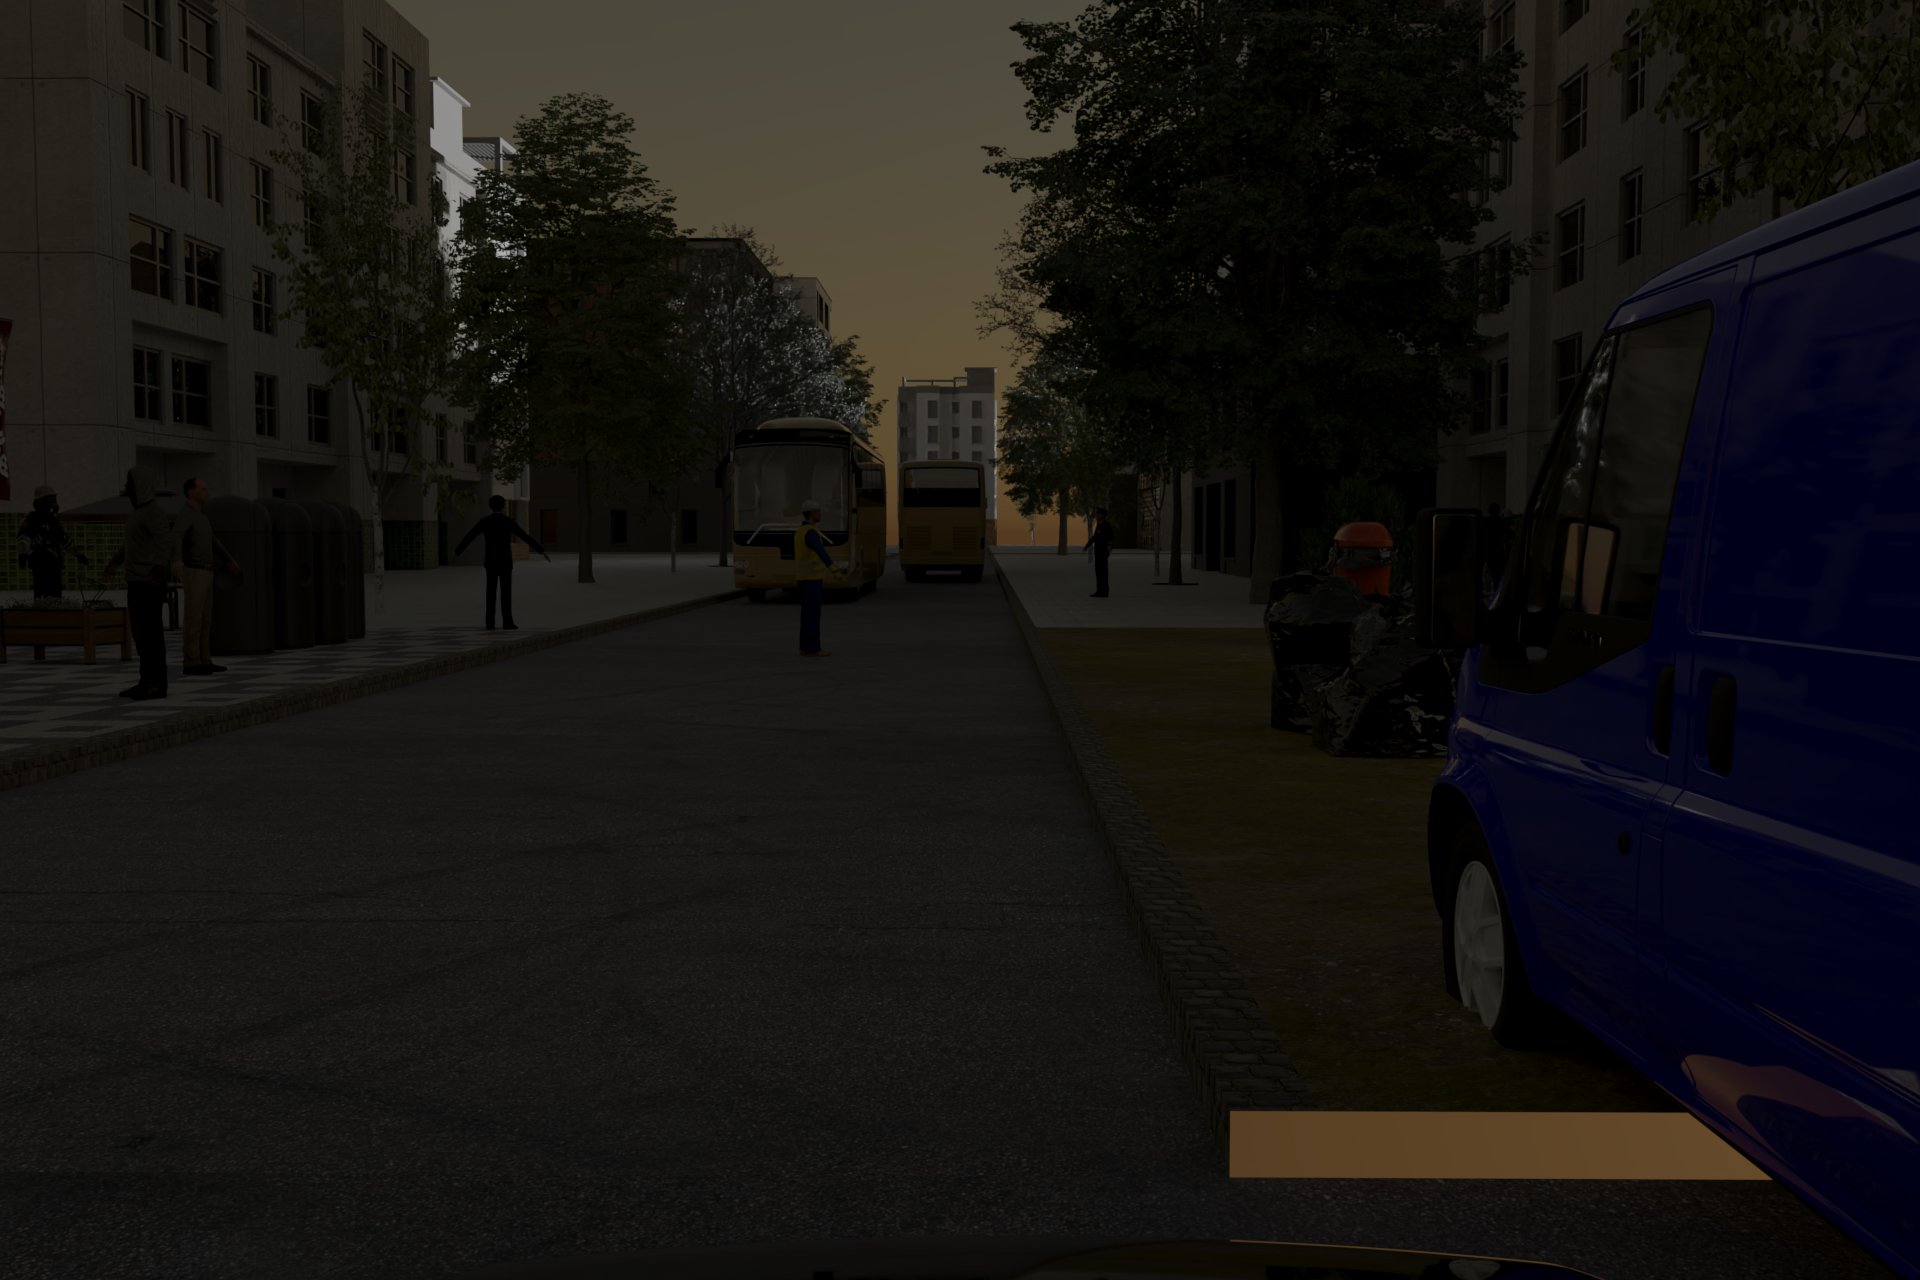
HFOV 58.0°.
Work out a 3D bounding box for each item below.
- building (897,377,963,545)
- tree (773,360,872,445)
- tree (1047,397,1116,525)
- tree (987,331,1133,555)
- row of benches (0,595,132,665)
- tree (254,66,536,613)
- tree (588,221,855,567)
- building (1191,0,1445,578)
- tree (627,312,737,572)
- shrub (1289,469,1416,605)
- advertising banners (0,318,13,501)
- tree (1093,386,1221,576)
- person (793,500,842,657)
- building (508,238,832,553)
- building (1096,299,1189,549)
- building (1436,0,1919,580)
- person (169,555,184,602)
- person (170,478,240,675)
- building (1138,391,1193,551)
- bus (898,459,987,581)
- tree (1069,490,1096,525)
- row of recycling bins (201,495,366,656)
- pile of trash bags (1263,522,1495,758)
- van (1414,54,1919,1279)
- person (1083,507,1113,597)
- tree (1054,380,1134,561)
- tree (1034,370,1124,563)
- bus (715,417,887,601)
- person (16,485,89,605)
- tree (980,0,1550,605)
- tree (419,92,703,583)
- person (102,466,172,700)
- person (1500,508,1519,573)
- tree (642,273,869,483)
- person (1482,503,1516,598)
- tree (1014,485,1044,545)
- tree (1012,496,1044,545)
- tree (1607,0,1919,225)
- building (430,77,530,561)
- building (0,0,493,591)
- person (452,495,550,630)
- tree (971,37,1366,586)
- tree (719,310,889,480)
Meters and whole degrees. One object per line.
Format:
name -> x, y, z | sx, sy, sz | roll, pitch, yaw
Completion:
building -> -6.912, -20.966, 201.668 | 11.380, 20.090, 16.016 | 1, 4, 10
tree -> -8.783, -11.529, 106.628 | 7.486, 12.596, 7.792 | 0, 3, 0
tree -> 6.892, -8.586, 90.741 | 4.360, 8.622, 3.978 | 0, 3, 0
tree -> 6.138, -12.087, 104.285 | 9.857, 13.997, 8.962 | 0, 3, 0
row of benches -> -10.467, -0.129, 17.576 | 4.104, 0.672, 1.422 | 1, 4, 10
tree -> -9.262, -4.732, 27.738 | 4.737, 8.622, 4.395 | 0, 3, 0
tree -> -9.122, -9.606, 67.432 | 12.009, 13.543, 11.850 | 0, 3, 0
building -> 22.479, -13.546, 65.448 | 27.936, 21.610, 32.646 | 0, 4, 1
tree -> -9.632, -6.600, 58.269 | 4.737, 8.622, 4.395 | 0, 3, 0
shrub -> 4.552, -0.935, 19.713 | 1.690, 2.028, 1.600 | 0, 3, 0
advertising banners -> -7.750, -1.042, 13.218 | 0.090, 3.025, 2.074 | 0, 4, 0
tree -> 5.976, -6.236, 52.317 | 4.360, 8.622, 3.978 | 0, 3, 0
person -> -1.723, -0.730, 20.360 | 0.705, 1.833, 1.349 | -2, 4, -24
building -> -25.362, -17.865, 136.067 | 27.936, 21.610, 32.646 | 0, 4, 1
building -> 26.787, -19.635, 165.004 | 27.936, 21.610, 32.646 | 0, 4, 0
building -> 21.659, -10.198, 33.192 | 16.747, 18.905, 31.486 | 0, 4, 1
person -> -14.532, -1.436, 32.740 | 0.991, 1.433, 0.599 | 0, 4, 4
person -> -6.986, -0.590, 15.924 | 0.705, 1.796, 1.348 | 0, 4, -2
building -> 24.433, -18.817, 138.583 | 19.493, 23.208, 18.063 | 0, 4, 1
bus -> -0.496, -3.945, 56.042 | 2.896, 3.916, 12.252 | 0, 4, 0
tree -> 16.980, -17.630, 194.905 | 9.857, 13.997, 8.962 | 0, 3, 0
row of recycling bins -> -7.735, -0.782, 19.902 | 1.069, 1.692, 3.534 | 0, 4, 1
pile of trash bags -> 2.973, -0.110, 11.556 | 1.912, 1.369, 3.447 | 0, 4, 0
van -> 2.256, 0.099, 2.771 | 2.240, 2.365, 5.245 | 0, 4, 0
person -> 2.852, -1.790, 35.206 | 0.705, 1.837, 1.347 | -1, 4, -19
tree -> 6.356, -8.086, 82.563 | 4.737, 8.622, 4.395 | 0, 3, 0
tree -> 5.599, -7.720, 76.582 | 4.737, 8.622, 4.395 | 0, 3, 0
bus -> -3.302, -2.976, 40.208 | 2.896, 3.916, 12.252 | 0, 4, 1
person -> -10.728, -0.894, 20.391 | 0.705, 1.856, 1.354 | 0, 4, 2
tree -> 5.542, -7.632, 31.439 | 9.857, 13.997, 8.962 | 0, 3, 0
tree -> -10.246, -7.777, 45.279 | 7.486, 12.596, 7.792 | 0, 3, 0
person -> -6.396, -0.453, 13.537 | 0.705, 1.813, 1.348 | -3, 5, -41
person -> 12.004, -1.979, 38.118 | 1.354, 1.858, 0.705 | -1, 4, -14
tree -> -9.364, -10.430, 80.894 | 12.009, 13.543, 11.850 | 0, 3, 0
person -> 8.973, -1.399, 29.094 | 0.704, 1.802, 1.346 | -3, 5, -42
tree -> 8.133, -15.026, 196.044 | 4.737, 8.622, 4.395 | 0, 3, 0
tree -> 8.584, -15.320, 200.838 | 4.360, 8.622, 3.978 | 0, 3, 0
tree -> 6.265, -3.784, 12.237 | 4.737, 8.622, 4.395 | 0, 3, 0
building -> -26.611, -13.258, 73.186 | 16.016, 20.090, 11.380 | 0, 4, 1
building -> -27.405, -11.473, 54.038 | 16.747, 18.905, 31.486 | 0, 4, 1
person -> -6.188, -1.044, 23.262 | 1.347, 1.806, 0.705 | 0, 4, 4
tree -> 5.473, -8.118, 43.103 | 12.009, 13.543, 11.850 | 0, 3, 0
tree -> -8.701, -11.545, 95.412 | 9.857, 13.997, 8.962 | 0, 3, 0
